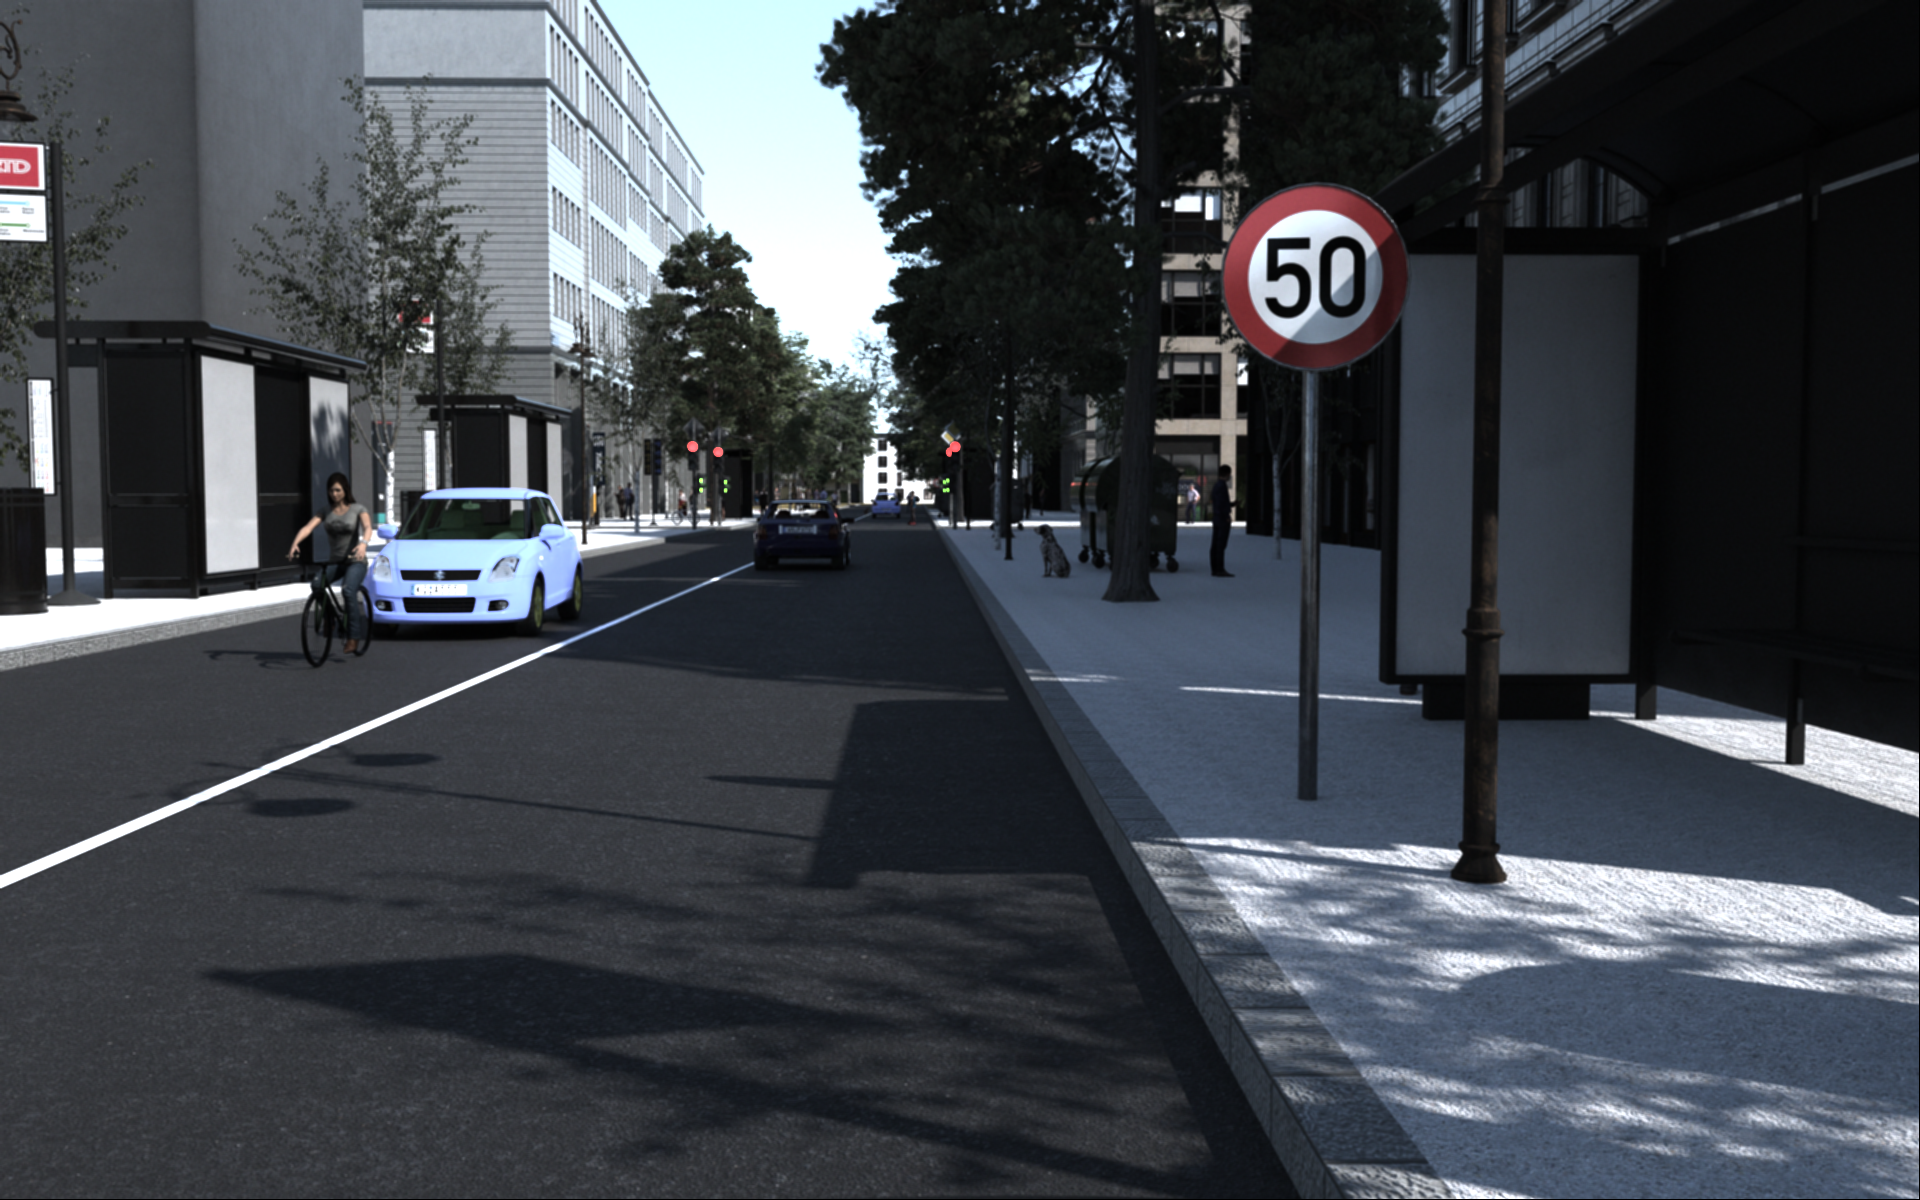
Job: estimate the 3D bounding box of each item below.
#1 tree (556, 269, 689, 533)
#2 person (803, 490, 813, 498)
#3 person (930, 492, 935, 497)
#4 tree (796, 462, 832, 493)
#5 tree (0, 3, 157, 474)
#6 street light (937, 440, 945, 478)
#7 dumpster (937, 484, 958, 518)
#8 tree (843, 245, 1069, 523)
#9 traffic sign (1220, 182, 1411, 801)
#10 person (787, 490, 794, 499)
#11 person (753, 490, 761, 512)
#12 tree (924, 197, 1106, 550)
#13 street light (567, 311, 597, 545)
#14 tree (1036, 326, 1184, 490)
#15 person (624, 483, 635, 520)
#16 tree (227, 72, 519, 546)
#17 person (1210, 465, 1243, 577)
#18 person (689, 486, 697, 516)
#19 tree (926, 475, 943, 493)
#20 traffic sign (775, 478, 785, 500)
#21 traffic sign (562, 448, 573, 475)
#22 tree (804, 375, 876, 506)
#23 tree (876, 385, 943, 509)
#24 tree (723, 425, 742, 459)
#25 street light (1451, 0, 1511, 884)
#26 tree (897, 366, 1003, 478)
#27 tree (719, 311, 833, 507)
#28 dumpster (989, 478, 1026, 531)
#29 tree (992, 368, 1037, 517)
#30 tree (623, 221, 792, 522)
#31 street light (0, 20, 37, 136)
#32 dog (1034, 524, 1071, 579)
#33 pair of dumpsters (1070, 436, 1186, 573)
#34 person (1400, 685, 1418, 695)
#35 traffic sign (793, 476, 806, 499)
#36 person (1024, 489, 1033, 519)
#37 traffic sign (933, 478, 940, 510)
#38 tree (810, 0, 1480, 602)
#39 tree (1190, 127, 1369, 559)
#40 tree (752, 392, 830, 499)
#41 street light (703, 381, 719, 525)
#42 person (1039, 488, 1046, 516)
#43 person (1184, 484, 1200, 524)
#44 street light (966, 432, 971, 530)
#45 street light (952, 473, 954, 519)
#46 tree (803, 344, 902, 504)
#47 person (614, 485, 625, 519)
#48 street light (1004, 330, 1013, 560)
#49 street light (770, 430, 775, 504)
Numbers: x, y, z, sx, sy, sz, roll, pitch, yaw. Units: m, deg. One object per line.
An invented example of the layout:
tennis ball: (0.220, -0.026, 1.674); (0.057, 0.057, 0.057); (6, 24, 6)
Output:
tree: (-10.757, -6.507, 56.753); (4.360, 8.622, 3.978); (0, 3, 0)
person: (-16.015, -10.699, 180.932); (1.348, 1.831, 0.705); (0, 4, -8)
person: (-2.085, -9.249, 157.288); (1.348, 1.821, 0.705); (-1, 4, -13)
tree: (-13.543, -10.778, 159.929); (4.285, 4.588, 4.351); (0, 3, 0)
tree: (-13.586, -4.480, 23.612); (4.360, 8.622, 3.978); (0, 3, 0)
street light: (-1.116, -8.832, 117.194); (0.468, 5.910, 1.993); (0, 4, -1)
dumpster: (-0.596, -5.355, 93.309); (1.264, 1.857, 1.865); (0, 4, -1)
tree: (-0.108, -10.255, 78.036); (12.009, 13.543, 11.850); (0, 3, 0)
traffic sign: (1.462, -0.434, 7.205); (0.768, 2.556, 0.104); (0, 4, 7)
person: (-20.152, -12.271, 206.688); (0.705, 1.821, 1.348); (-3, 5, -41)
person: (-14.429, -7.066, 123.444); (0.647, 1.594, 0.662); (1, 4, 11)
tree: (1.007, -5.464, 39.691); (4.360, 8.622, 3.978); (0, 3, 0)
street light: (-9.562, -4.351, 43.928); (0.468, 5.910, 1.993); (0, 4, -1)
tree: (5.507, -6.715, 60.152); (4.737, 8.622, 4.395); (0, 3, 0)
person: (-16.229, -4.856, 85.310); (0.599, 1.838, 0.709); (3, 4, 37)
tree: (-10.163, -4.885, 30.226); (4.360, 8.622, 3.978); (0, 3, 0)
person: (4.141, -1.237, 26.966); (0.504, 1.737, 0.576); (-1, 4, -14)
person: (-15.527, -5.735, 100.341); (0.617, 1.759, 0.750); (-2, 4, -34)
tree: (-2.319, -10.734, 170.108); (1.663, 3.219, 1.824); (0, 3, 0)
traffic sign: (-13.924, -8.199, 134.154); (0.768, 2.556, 0.104); (0, 4, 6)
traffic sign: (-11.021, -2.908, 47.653); (0.768, 2.556, 0.104); (0, 4, 1)
tree: (-13.214, -17.073, 185.801); (9.857, 13.997, 8.962); (0, 3, 0)
tree: (-2.135, -15.114, 153.766); (9.857, 13.997, 8.962); (0, 3, 0)
tree: (-16.480, -10.936, 129.161); (4.360, 8.622, 3.978); (0, 3, 0)
street light: (1.732, -2.007, 5.607); (0.468, 5.910, 1.993); (0, 4, -1)
tree: (-0.339, -11.753, 110.288); (7.486, 12.596, 7.792); (0, 3, 0)
tree: (-11.755, -11.603, 107.843); (7.486, 12.596, 7.792); (0, 3, 0)
dumpster: (1.691, -3.409, 61.493); (1.264, 1.857, 1.865); (0, 4, -1)
tree: (4.109, -8.880, 95.550); (4.737, 8.622, 4.395); (0, 3, 0)
tree: (-11.423, -10.528, 79.550); (7.806, 13.903, 7.818); (0, 3, 0)
street light: (-8.877, -2.618, 15.600); (0.468, 5.910, 1.993); (0, 4, -1)
dog: (1.459, -0.750, 26.647); (0.513, 0.831, 0.800); (0, 4, -8)
pair of dumpsters: (2.893, -1.697, 30.237); (1.574, 2.255, 4.436); (0, 4, -1)
person: (3.175, -0.317, 11.099); (0.709, 1.838, 0.599); (-2, 4, -28)
traffic sign: (-11.434, -7.550, 123.454); (0.884, 2.594, 0.081); (0, 4, 2)
person: (3.519, -4.947, 89.202); (0.388, 1.546, 0.482); (3, 5, 40)
traffic sign: (-1.749, -8.412, 137.639); (0.768, 2.556, 0.104); (0, 4, -1)
tree: (2.295, -6.904, 20.304); (7.806, 13.903, 7.818); (0, 3, 0)
tree: (6.282, -5.090, 33.591); (4.360, 8.622, 3.978); (0, 3, 0)
tree: (-11.545, -10.138, 116.115); (4.360, 8.622, 3.978); (0, 3, 0)
street light: (-10.209, -6.011, 71.070); (0.468, 5.910, 1.993); (0, 4, -1)
person: (4.946, -5.854, 103.218); (0.415, 1.643, 0.593); (-1, 4, -11)
person: (9.843, -4.084, 73.757); (0.436, 1.711, 0.756); (-2, 4, -24)
street light: (0.295, -5.440, 61.736); (0.468, 5.910, 1.993); (0, 4, -1)
street light: (-0.385, -7.097, 88.831); (0.468, 5.910, 1.993); (0, 4, -1)
tree: (-12.340, -21.893, 213.832); (12.611, 20.169, 13.585); (0, 3, 0)
person: (-17.881, -5.158, 91.059); (0.600, 1.739, 0.565); (-3, 5, -41)
street light: (0.951, -3.723, 33.661); (0.468, 5.910, 1.993); (0, 4, -1)
street light: (-10.898, -7.766, 99.760); (0.468, 5.910, 1.993); (0, 4, -1)
